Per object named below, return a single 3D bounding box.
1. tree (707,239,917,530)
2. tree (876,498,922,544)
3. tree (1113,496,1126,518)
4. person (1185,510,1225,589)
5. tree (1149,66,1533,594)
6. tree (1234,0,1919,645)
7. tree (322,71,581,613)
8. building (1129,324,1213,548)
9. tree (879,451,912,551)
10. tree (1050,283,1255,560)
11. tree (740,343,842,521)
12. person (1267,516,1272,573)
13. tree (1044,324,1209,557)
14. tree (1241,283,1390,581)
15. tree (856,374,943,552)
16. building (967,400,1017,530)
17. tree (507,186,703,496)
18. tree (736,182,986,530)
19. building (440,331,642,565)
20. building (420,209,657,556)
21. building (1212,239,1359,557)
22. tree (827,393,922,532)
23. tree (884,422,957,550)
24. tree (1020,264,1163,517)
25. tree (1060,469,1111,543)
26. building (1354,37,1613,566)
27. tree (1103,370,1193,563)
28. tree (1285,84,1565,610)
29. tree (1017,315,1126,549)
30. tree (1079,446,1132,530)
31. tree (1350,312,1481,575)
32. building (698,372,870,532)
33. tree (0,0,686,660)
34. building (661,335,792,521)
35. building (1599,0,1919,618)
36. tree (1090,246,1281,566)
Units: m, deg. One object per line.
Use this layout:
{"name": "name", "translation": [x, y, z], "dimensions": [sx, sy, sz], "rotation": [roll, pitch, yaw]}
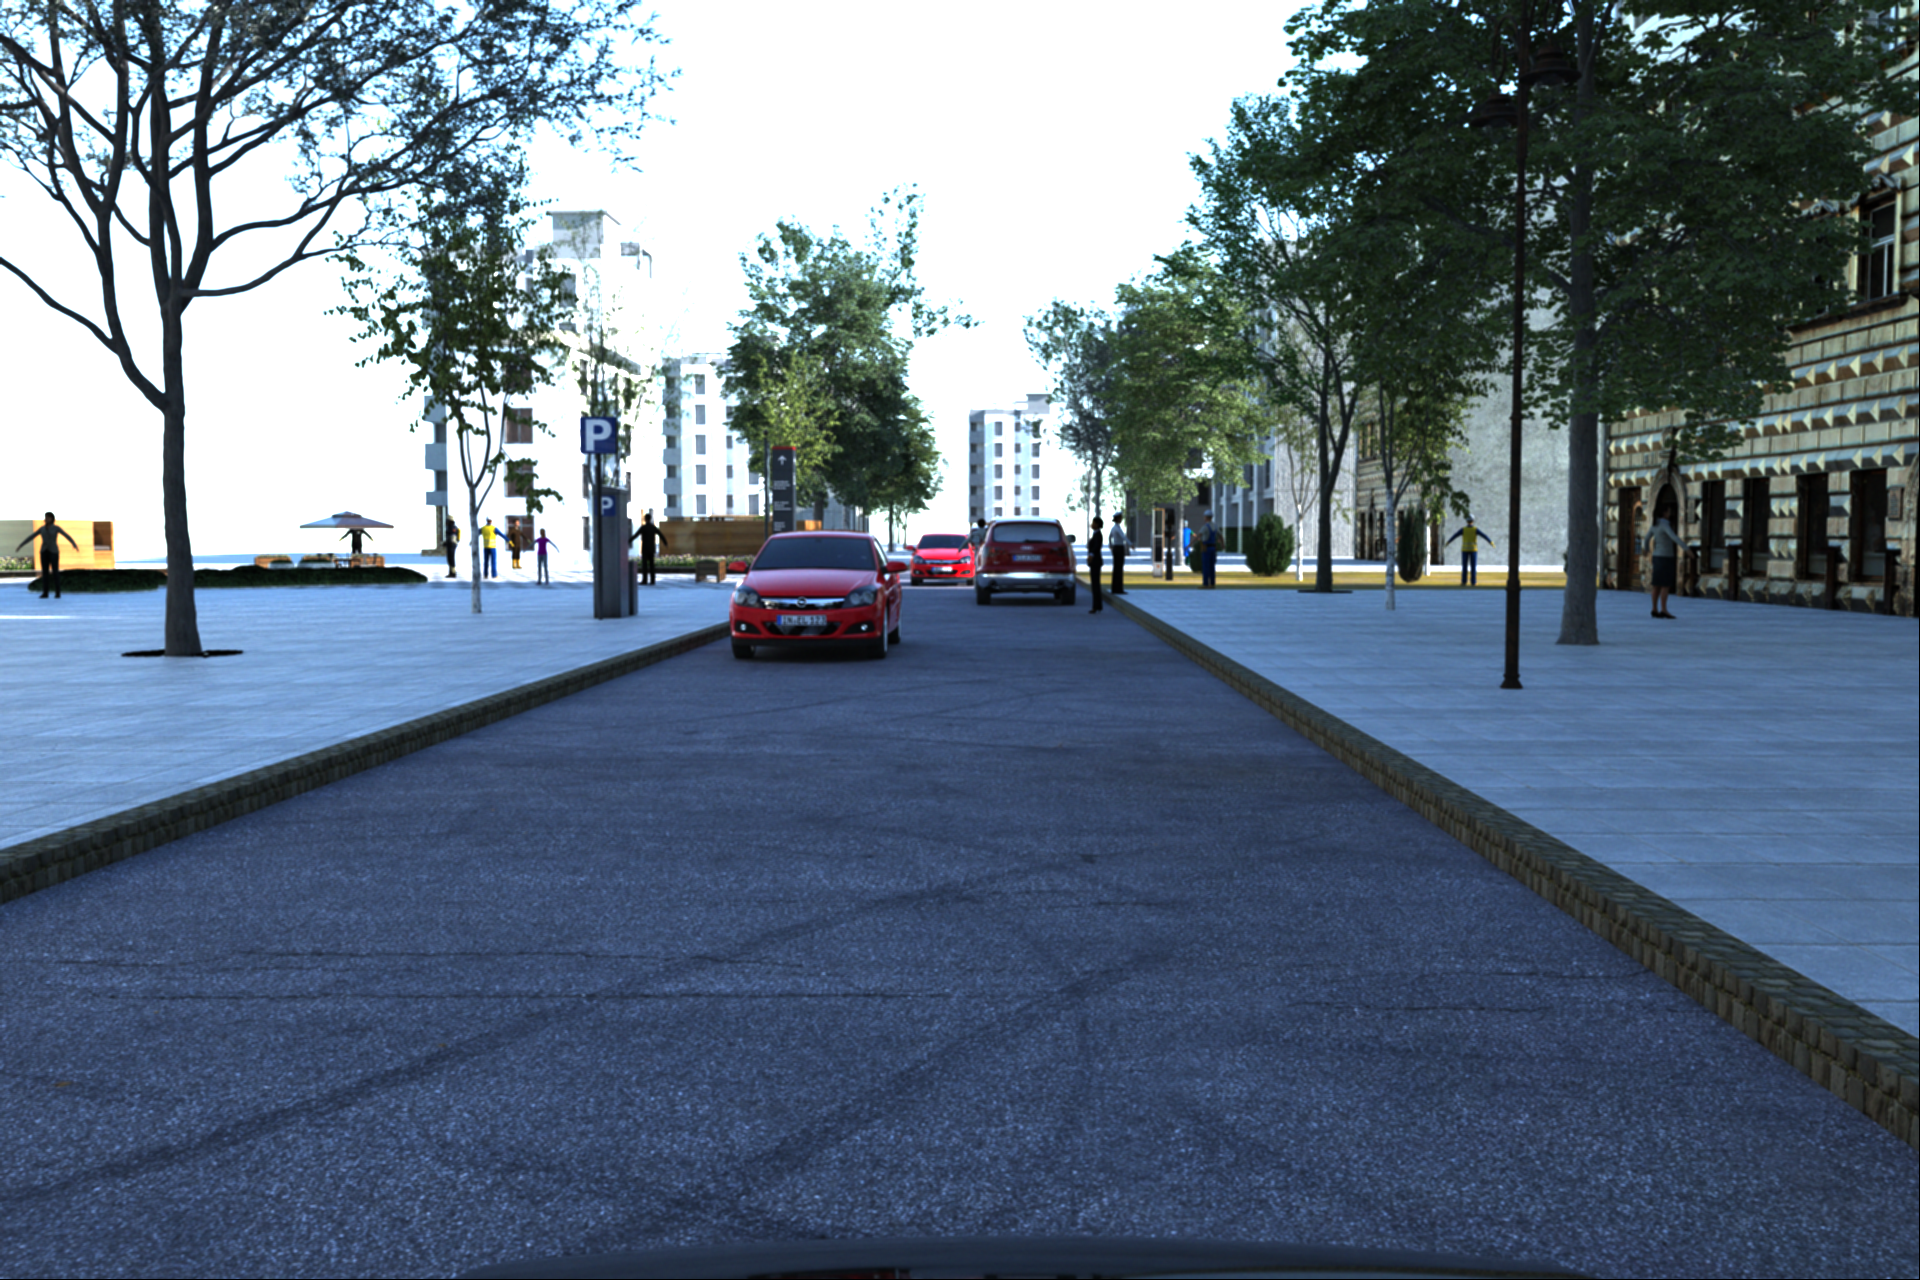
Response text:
{"name": "tree", "translation": [-6.355, -10.405, 76.773], "dimensions": [9.857, 13.997, 8.962], "rotation": [0, 3, 0]}
{"name": "tree", "translation": [-8.491, -18.927, 235.217], "dimensions": [9.928, 11.665, 9.643], "rotation": [0, 3, 0]}
{"name": "tree", "translation": [23.072, -17.547, 237.262], "dimensions": [4.737, 8.622, 4.395], "rotation": [0, 3, 0]}
{"name": "person", "translation": [5.787, -2.116, 40.458], "dimensions": [1.347, 1.847, 0.705], "rotation": [-3, 5, -41]}
{"name": "tree", "translation": [8.145, -6.842, 37.616], "dimensions": [9.928, 11.665, 9.643], "rotation": [0, 3, 0]}
{"name": "tree", "translation": [7.146, -6.246, 20.255], "dimensions": [7.486, 12.596, 7.792], "rotation": [0, 3, 0]}
{"name": "tree", "translation": [-7.885, -4.731, 27.721], "dimensions": [4.737, 8.622, 4.395], "rotation": [0, 3, 0]}
{"name": "building", "translation": [30.695, -20.183, 173.967], "dimensions": [27.936, 21.610, 32.646], "rotation": [0, 4, 2]}
{"name": "tree", "translation": [-5.147, -11.174, 133.059], "dimensions": [4.737, 8.622, 4.395], "rotation": [0, 3, 0]}
{"name": "tree", "translation": [9.477, -10.659, 84.646], "dimensions": [12.009, 13.543, 11.850], "rotation": [0, 3, 0]}
{"name": "tree", "translation": [-6.753, -7.180, 67.755], "dimensions": [4.737, 8.622, 4.395], "rotation": [0, 3, 0]}
{"name": "person", "translation": [10.118, -3.105, 56.527], "dimensions": [0.705, 1.858, 1.354], "rotation": [-1, 4, -10]}
{"name": "tree", "translation": [9.666, -11.533, 98.934], "dimensions": [12.009, 13.543, 11.850], "rotation": [0, 3, 0]}
{"name": "tree", "translation": [9.277, -5.953, 47.689], "dimensions": [4.360, 8.622, 3.978], "rotation": [0, 3, 0]}
{"name": "tree", "translation": [-4.674, -12.507, 122.624], "dimensions": [7.486, 12.596, 7.792], "rotation": [0, 3, 0]}
{"name": "building", "translation": [1.348, -23.056, 235.842], "dimensions": [11.380, 20.090, 16.016], "rotation": [0, 4, -1]}
{"name": "tree", "translation": [-8.106, -5.338, 37.633], "dimensions": [4.360, 8.622, 3.978], "rotation": [0, 3, 0]}
{"name": "tree", "translation": [-4.683, -14.458, 92.283], "dimensions": [12.611, 20.169, 13.585], "rotation": [0, 3, 0]}
{"name": "building", "translation": [-20.258, -8.783, 85.748], "dimensions": [9.099, 9.664, 28.070], "rotation": [0, 4, 2]}
{"name": "building", "translation": [-25.397, -15.049, 102.469], "dimensions": [16.016, 20.090, 11.380], "rotation": [0, 4, 1]}
{"name": "building", "translation": [26.599, -15.046, 112.454], "dimensions": [16.747, 18.905, 31.486], "rotation": [0, 4, 2]}
{"name": "tree", "translation": [-5.955, -10.801, 111.009], "dimensions": [8.767, 10.594, 7.601], "rotation": [2, 4, 34]}
{"name": "tree", "translation": [-4.512, -12.610, 140.589], "dimensions": [8.767, 10.594, 7.601], "rotation": [0, 4, -2]}
{"name": "tree", "translation": [10.909, -16.249, 121.559], "dimensions": [12.611, 20.169, 13.585], "rotation": [0, 3, 0]}
{"name": "tree", "translation": [17.084, -18.479, 236.547], "dimensions": [7.601, 10.594, 8.767], "rotation": [0, 4, 6]}
{"name": "building", "translation": [29.011, -15.114, 78.047], "dimensions": [19.493, 23.208, 18.063], "rotation": [0, 4, 2]}
{"name": "tree", "translation": [8.480, -7.662, 75.633], "dimensions": [4.360, 8.622, 3.978], "rotation": [0, 3, 0]}
{"name": "tree", "translation": [7.424, -4.799, 28.827], "dimensions": [4.737, 8.622, 4.395], "rotation": [0, 3, 0]}
{"name": "tree", "translation": [11.170, -17.714, 145.519], "dimensions": [12.611, 20.169, 13.585], "rotation": [0, 3, 0]}
{"name": "tree", "translation": [10.140, -9.678, 108.592], "dimensions": [4.360, 8.622, 3.978], "rotation": [0, 3, 0]}
{"name": "tree", "translation": [14.304, -6.313, 53.586], "dimensions": [4.737, 8.622, 4.395], "rotation": [0, 3, 0]}
{"name": "building", "translation": [-20.049, -20.682, 204.613], "dimensions": [16.747, 18.905, 31.486], "rotation": [0, 4, 1]}
{"name": "tree", "translation": [-8.297, -6.569, 17.775], "dimensions": [12.009, 13.543, 11.850], "rotation": [0, 3, 0]}
{"name": "building", "translation": [-22.301, -18.908, 165.560], "dimensions": [16.016, 20.090, 11.380], "rotation": [0, 4, 2]}
{"name": "building", "translation": [23.923, -12.193, 30.293], "dimensions": [19.493, 23.208, 18.063], "rotation": [0, 4, 1]}
{"name": "tree", "translation": [8.874, -9.181, 68.233], "dimensions": [7.486, 12.596, 7.792], "rotation": [0, 3, 0]}
